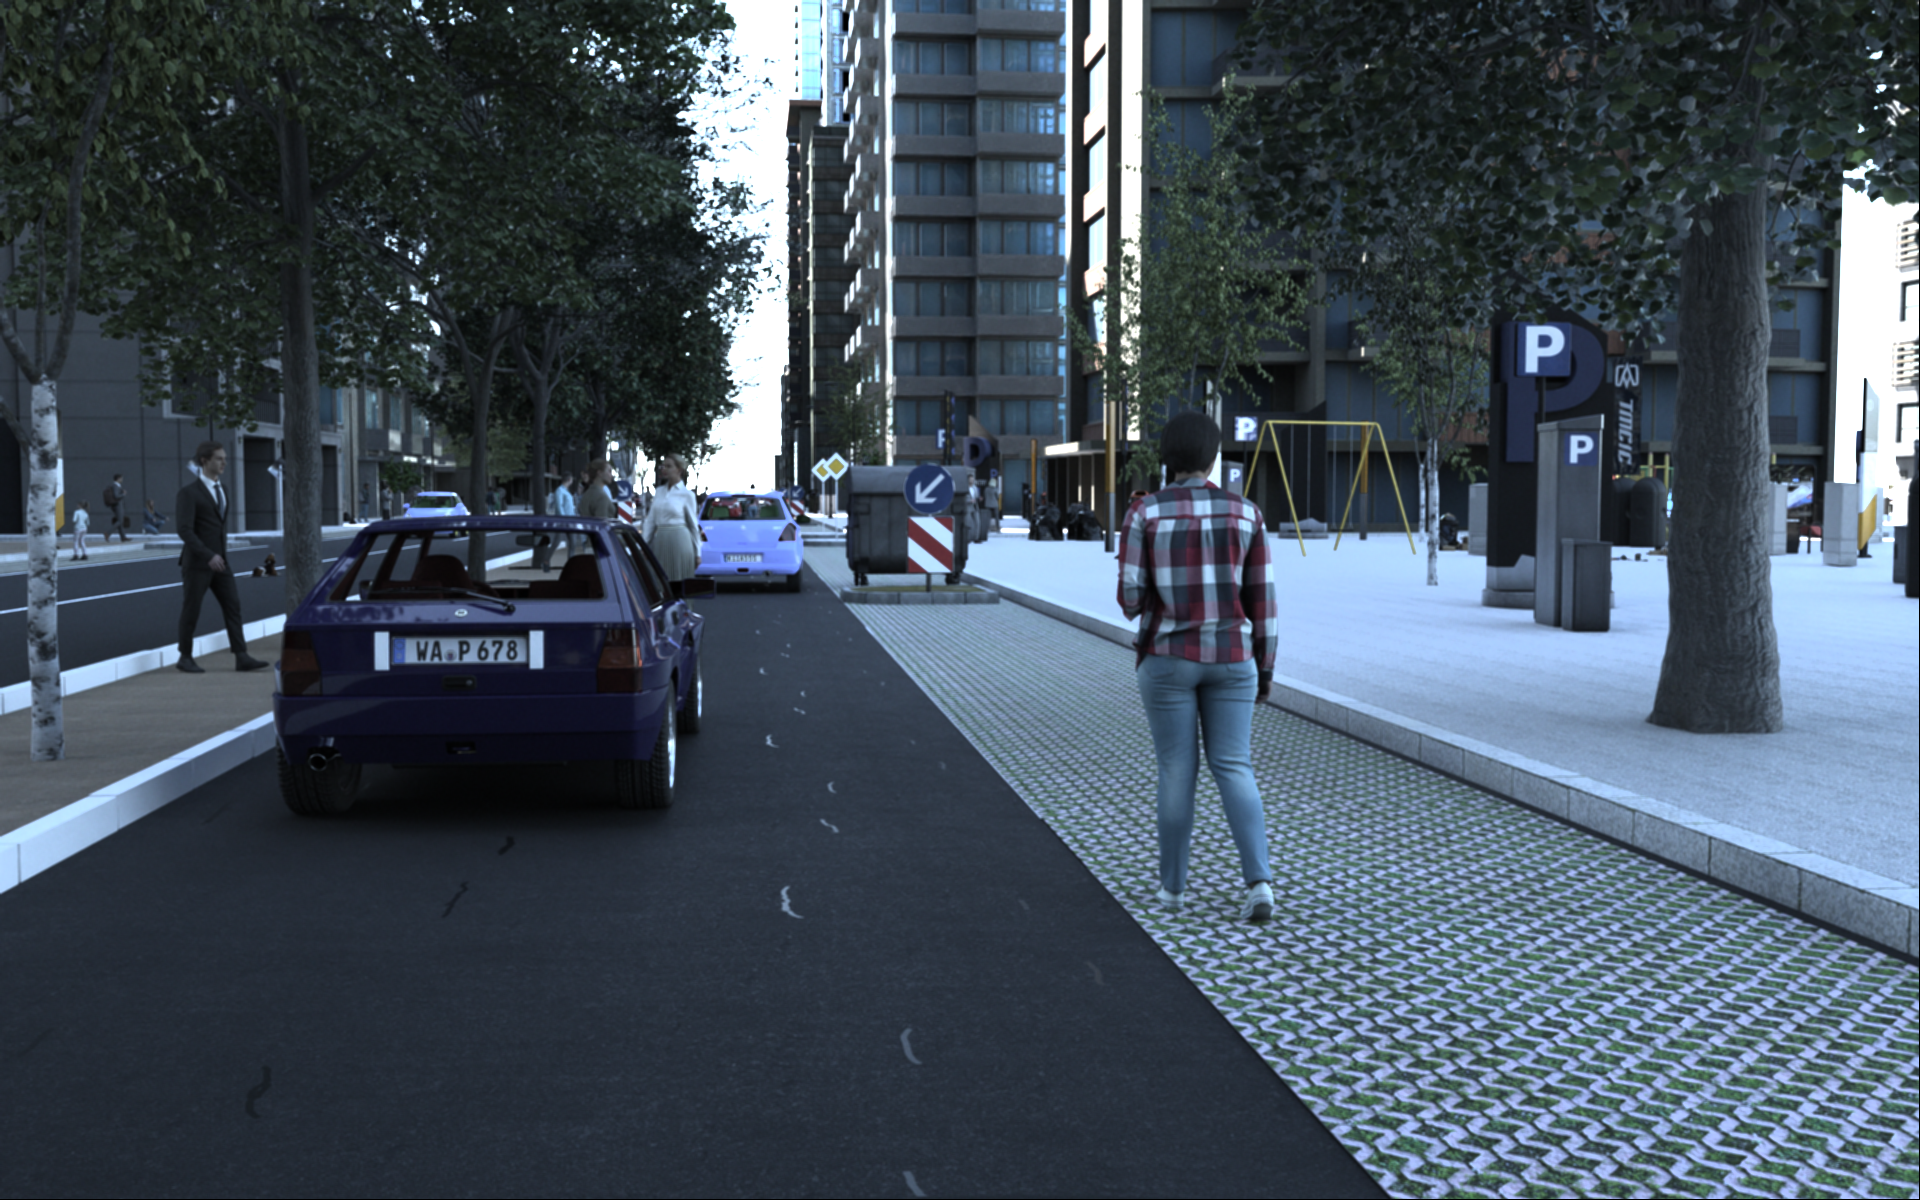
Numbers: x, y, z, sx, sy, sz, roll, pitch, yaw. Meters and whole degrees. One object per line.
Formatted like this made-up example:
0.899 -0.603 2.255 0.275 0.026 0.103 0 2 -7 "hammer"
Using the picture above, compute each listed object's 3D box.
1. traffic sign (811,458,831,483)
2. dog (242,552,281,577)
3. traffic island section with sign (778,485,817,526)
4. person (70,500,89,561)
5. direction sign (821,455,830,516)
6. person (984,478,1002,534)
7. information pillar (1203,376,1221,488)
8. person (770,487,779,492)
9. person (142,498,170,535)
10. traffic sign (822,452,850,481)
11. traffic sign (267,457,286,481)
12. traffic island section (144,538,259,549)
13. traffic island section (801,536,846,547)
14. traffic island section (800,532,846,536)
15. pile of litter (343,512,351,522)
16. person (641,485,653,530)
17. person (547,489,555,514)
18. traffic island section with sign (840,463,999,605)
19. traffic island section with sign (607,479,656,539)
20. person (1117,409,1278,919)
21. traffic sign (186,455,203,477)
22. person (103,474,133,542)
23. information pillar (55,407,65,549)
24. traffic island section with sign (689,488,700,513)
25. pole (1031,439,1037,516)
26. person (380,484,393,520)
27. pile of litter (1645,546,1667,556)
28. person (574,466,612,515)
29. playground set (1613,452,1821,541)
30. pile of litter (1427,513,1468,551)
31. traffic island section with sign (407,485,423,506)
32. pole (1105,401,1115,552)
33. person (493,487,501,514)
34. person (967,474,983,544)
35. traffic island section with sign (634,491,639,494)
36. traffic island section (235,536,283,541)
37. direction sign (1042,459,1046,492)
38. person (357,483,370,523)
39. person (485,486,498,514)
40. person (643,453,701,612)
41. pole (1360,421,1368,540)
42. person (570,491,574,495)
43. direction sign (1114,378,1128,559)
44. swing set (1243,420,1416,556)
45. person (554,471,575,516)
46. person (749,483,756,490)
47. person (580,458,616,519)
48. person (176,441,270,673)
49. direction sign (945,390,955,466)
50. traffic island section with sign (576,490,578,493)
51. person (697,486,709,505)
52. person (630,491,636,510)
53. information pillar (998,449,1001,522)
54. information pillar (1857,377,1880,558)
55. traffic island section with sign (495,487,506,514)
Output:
-4.406 -3.295 56.063 0.795 2.593 0.064 0 4 -7 "traffic sign"
-12.195 -0.613 30.208 0.748 0.427 0.550 -2 4 -32 "dog"
-7.490 -4.257 78.229 1.989 1.847 2.006 0 4 -7 "traffic island section with sign"
-18.863 -1.486 37.076 0.394 1.301 0.425 0 4 2 "person"
-7.853 -6.685 101.289 0.379 3.537 0.876 2 4 31 "direction sign"
1.055 -3.071 56.441 0.537 1.800 0.526 2 4 34 "person"
5.020 -2.645 34.597 0.504 3.616 0.183 -3 5 -44 "information pillar"
-10.279 -5.361 96.130 0.580 1.828 0.573 -3 4 -39 "person"
-25.101 -2.601 54.068 0.738 1.151 1.012 1 4 15 "person"
-3.414 -2.810 48.139 0.795 2.593 0.064 0 4 -7 "traffic sign"
-21.172 -3.168 53.993 0.795 2.593 0.064 0 4 -7 "traffic sign"
-20.203 -1.459 46.134 2.009 0.180 2.903 0 4 -7 "traffic island section"
-3.392 -1.587 48.225 2.009 0.180 2.903 0 4 -7 "traffic island section"
-4.383 -2.071 56.148 2.009 0.180 2.903 0 4 -7 "traffic island section"
-28.823 -4.032 79.893 1.719 0.858 1.176 -2 4 -33 "pile of litter"
-12.411 -3.669 68.767 0.520 1.790 0.573 -1 4 -15 "person"
-29.428 -7.089 124.675 0.793 1.790 0.793 1 4 14 "person"
-0.596 -0.894 23.248 1.989 1.847 2.006 0 4 -7 "traffic island section with sign"
-10.681 -2.868 55.022 2.006 1.907 1.989 0 4 -7 "traffic island section with sign"
0.812 0.210 5.912 0.563 1.720 0.643 0 4 -4 "person"
-20.181 -2.684 46.070 0.795 2.593 0.064 0 4 -7 "traffic sign"
-22.642 -2.475 46.478 0.622 1.834 0.822 3 5 44 "person"
-21.194 -3.000 40.403 0.183 3.616 0.504 2 4 32 "information pillar"
-20.021 -7.428 129.580 2.006 1.907 1.989 0 4 -7 "traffic island section with sign"
2.764 -4.337 64.759 0.158 3.312 0.155 0 3 0 "pole"
-20.984 -3.347 63.397 0.473 1.802 0.592 -1 4 -19 "person"
15.128 -1.348 36.010 1.176 0.858 1.719 -1 4 -23 "pile of litter"
-4.582 -0.810 22.001 0.793 1.790 0.793 1 4 9 "person"
20.959 -3.771 48.431 5.637 4.214 5.302 -1 4 -9 "playground set"
11.395 -1.564 39.544 1.719 0.858 1.176 -1 4 -22 "pile of litter"
-23.954 -4.123 76.044 1.989 1.847 2.006 0 4 -7 "traffic island section with sign"
3.300 -2.706 38.078 0.158 3.312 0.155 0 3 0 "pole"
-25.652 -5.319 95.712 0.529 1.795 0.600 3 4 36 "person"
0.321 -2.362 44.869 0.606 1.804 0.583 -3 5 -39 "person"
-43.803 -13.821 234.606 1.989 1.847 2.006 0 4 -7 "traffic island section with sign"
-21.195 -1.944 54.057 2.009 0.180 2.903 0 4 -7 "traffic island section"
4.570 -6.221 93.704 0.379 3.537 0.876 1 4 20 "direction sign"
-26.790 -4.377 77.947 0.721 1.781 0.623 -3 5 -45 "person"
-23.754 -4.834 87.517 0.794 1.824 0.713 -1 4 -13 "person"
-2.571 -0.428 15.730 0.478 1.798 0.641 2 4 34 "person"
11.258 -3.328 48.261 0.158 3.312 0.155 0 3 0 "pole"
-36.837 -9.592 163.667 0.742 1.727 0.445 -1 4 -15 "person"
3.238 -2.580 34.187 0.379 3.537 0.876 1 4 12 "direction sign"
7.694 -2.430 37.346 3.119 2.851 2.862 -2 4 -24 "swing set"
-7.212 -1.411 31.438 0.748 1.841 0.638 1 4 21 "person"
-7.312 -3.216 61.095 0.555 1.821 0.388 -2 4 -35 "person"
-3.264 -0.419 15.895 0.362 1.759 0.519 -2 4 -30 "person"
-5.926 -0.339 13.815 0.755 1.850 0.659 1 4 15 "person"
-0.223 -2.826 38.195 0.379 3.537 0.876 1 4 12 "direction sign"
-33.583 -8.836 153.100 1.989 1.847 2.006 0 4 -7 "traffic island section with sign"
-12.260 -4.570 83.177 0.822 1.834 0.622 0 4 -1 "person"
-29.579 -9.003 156.634 0.436 1.711 0.756 -2 4 -35 "person"
1.719 -5.449 80.452 0.183 3.616 0.504 -3 5 -42 "information pillar"
18.242 -2.656 34.783 0.504 3.616 0.183 -2 4 -32 "information pillar"
-27.320 -5.767 102.914 1.989 1.847 2.006 0 4 -7 "traffic island section with sign"
